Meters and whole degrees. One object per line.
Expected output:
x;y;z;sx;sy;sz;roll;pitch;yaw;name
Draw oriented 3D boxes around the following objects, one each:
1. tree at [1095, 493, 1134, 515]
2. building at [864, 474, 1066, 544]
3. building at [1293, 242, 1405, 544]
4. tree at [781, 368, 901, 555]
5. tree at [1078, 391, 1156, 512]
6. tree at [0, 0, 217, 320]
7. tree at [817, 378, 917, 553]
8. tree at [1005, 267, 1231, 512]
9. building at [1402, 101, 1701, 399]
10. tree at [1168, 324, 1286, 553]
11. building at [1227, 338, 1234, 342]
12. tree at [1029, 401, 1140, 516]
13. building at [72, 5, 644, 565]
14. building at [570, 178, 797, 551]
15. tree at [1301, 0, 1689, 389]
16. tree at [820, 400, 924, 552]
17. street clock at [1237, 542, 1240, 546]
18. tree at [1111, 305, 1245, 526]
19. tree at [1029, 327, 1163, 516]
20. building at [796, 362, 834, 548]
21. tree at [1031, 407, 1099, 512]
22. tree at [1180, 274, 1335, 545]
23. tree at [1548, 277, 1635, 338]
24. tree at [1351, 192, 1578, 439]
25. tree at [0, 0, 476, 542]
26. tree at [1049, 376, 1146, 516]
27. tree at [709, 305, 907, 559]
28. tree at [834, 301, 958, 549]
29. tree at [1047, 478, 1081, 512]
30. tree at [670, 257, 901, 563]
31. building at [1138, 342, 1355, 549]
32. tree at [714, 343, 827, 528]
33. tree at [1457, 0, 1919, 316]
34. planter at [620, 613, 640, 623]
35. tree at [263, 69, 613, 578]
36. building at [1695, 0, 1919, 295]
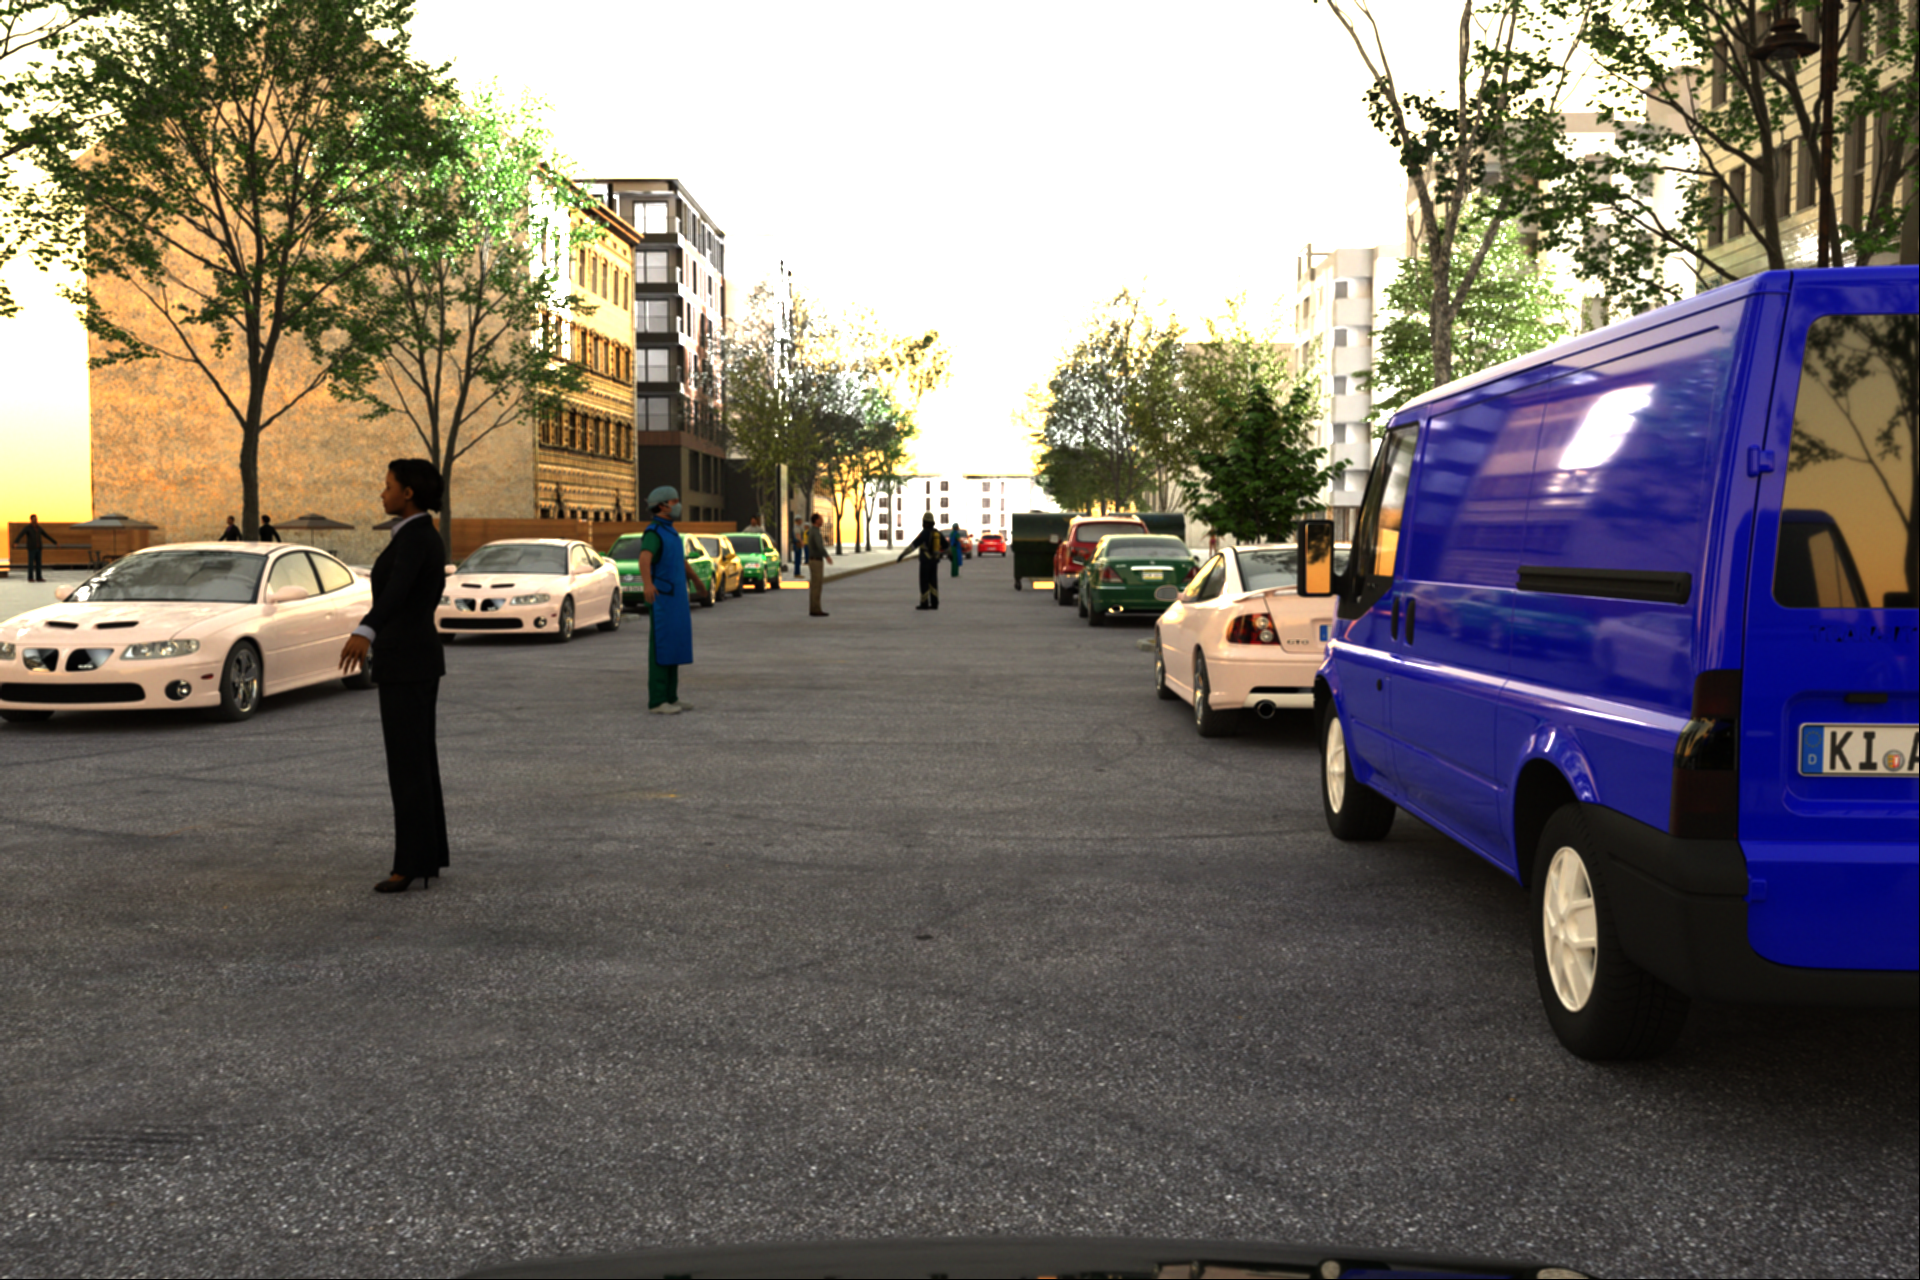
22.732;-20.128;239.454;12.009;13.543;11.850;0;3;0;tree
1.076;-18.182;241.871;28.070;9.664;9.099;0;4;7;building
27.116;-15.716;113.382;16.016;20.090;11.380;0;4;1;building
-7.326;-10.965;105.026;9.928;11.665;9.643;0;3;0;tree
7.972;-8.498;89.304;4.360;8.622;3.978;0;3;0;tree
-11.796;-5.682;18.650;9.928;11.665;9.643;0;3;0;tree
-6.802;-11.624;115.809;9.928;11.665;9.643;0;3;0;tree
7.305;-10.310;78.940;12.009;13.543;11.850;0;3;0;tree
26.413;-13.810;82.211;16.016;20.090;11.380;0;4;1;building
9.433;-6.806;61.645;4.737;8.622;4.395;0;3;0;tree
30.704;-22.778;203.350;19.493;23.208;18.063;0;4;1;building
7.799;-10.625;108.137;7.601;10.594;8.767;0;4;-2;tree
-26.133;-15.198;79.421;19.493;23.208;18.063;0;4;2;building
-26.510;-16.648;116.164;27.936;21.610;32.646;0;4;0;building
10.886;-10.852;33.322;12.611;20.169;13.585;0;3;0;tree
-6.661;-12.327;127.298;9.928;11.665;9.643;0;3;0;tree
6.931;-2.361;43.170;0.358;2.002;0.471;0;4;1;street clock
6.783;-6.441;55.674;4.737;8.622;4.395;0;3;0;tree
7.558;-10.847;95.474;7.486;12.596;7.792;0;3;0;tree
-22.927;-20.981;173.964;19.493;23.208;18.063;0;4;2;building
9.214;-12.697;133.354;9.928;11.665;9.643;0;3;0;tree
8.534;-6.096;50.033;4.737;8.622;4.395;0;3;0;tree
18.361;-6.017;48.735;4.737;8.622;4.395;0;3;0;tree
17.001;-8.577;58.357;7.486;12.596;7.792;0;3;0;tree
-11.584;-6.270;28.271;9.928;11.665;9.643;0;3;0;tree
9.354;-12.450;121.692;7.486;12.596;7.792;0;3;0;tree
-7.957;-10.984;89.956;12.009;13.543;11.850;0;3;0;tree
-7.299;-17.591;143.496;12.611;20.169;13.585;0;3;0;tree
9.191;-11.824;143.691;4.737;8.622;4.395;0;3;0;tree
-7.700;-10.213;77.352;12.009;13.543;11.850;0;3;0;tree
26.910;-18.460;168.277;16.747;18.905;31.486;0;4;1;building
-7.483;-7.185;67.841;4.737;8.622;4.395;0;3;0;tree
9.257;-5.677;18.568;9.928;11.665;9.643;0;3;0;tree
-6.358;-0.453;28.541;1.991;0.319;1.994;0;4;2;planter
-11.777;-6.944;39.283;9.928;11.665;9.643;0;3;0;tree
26.349;-15.765;35.244;11.434;29.767;29.804;0;4;2;building
